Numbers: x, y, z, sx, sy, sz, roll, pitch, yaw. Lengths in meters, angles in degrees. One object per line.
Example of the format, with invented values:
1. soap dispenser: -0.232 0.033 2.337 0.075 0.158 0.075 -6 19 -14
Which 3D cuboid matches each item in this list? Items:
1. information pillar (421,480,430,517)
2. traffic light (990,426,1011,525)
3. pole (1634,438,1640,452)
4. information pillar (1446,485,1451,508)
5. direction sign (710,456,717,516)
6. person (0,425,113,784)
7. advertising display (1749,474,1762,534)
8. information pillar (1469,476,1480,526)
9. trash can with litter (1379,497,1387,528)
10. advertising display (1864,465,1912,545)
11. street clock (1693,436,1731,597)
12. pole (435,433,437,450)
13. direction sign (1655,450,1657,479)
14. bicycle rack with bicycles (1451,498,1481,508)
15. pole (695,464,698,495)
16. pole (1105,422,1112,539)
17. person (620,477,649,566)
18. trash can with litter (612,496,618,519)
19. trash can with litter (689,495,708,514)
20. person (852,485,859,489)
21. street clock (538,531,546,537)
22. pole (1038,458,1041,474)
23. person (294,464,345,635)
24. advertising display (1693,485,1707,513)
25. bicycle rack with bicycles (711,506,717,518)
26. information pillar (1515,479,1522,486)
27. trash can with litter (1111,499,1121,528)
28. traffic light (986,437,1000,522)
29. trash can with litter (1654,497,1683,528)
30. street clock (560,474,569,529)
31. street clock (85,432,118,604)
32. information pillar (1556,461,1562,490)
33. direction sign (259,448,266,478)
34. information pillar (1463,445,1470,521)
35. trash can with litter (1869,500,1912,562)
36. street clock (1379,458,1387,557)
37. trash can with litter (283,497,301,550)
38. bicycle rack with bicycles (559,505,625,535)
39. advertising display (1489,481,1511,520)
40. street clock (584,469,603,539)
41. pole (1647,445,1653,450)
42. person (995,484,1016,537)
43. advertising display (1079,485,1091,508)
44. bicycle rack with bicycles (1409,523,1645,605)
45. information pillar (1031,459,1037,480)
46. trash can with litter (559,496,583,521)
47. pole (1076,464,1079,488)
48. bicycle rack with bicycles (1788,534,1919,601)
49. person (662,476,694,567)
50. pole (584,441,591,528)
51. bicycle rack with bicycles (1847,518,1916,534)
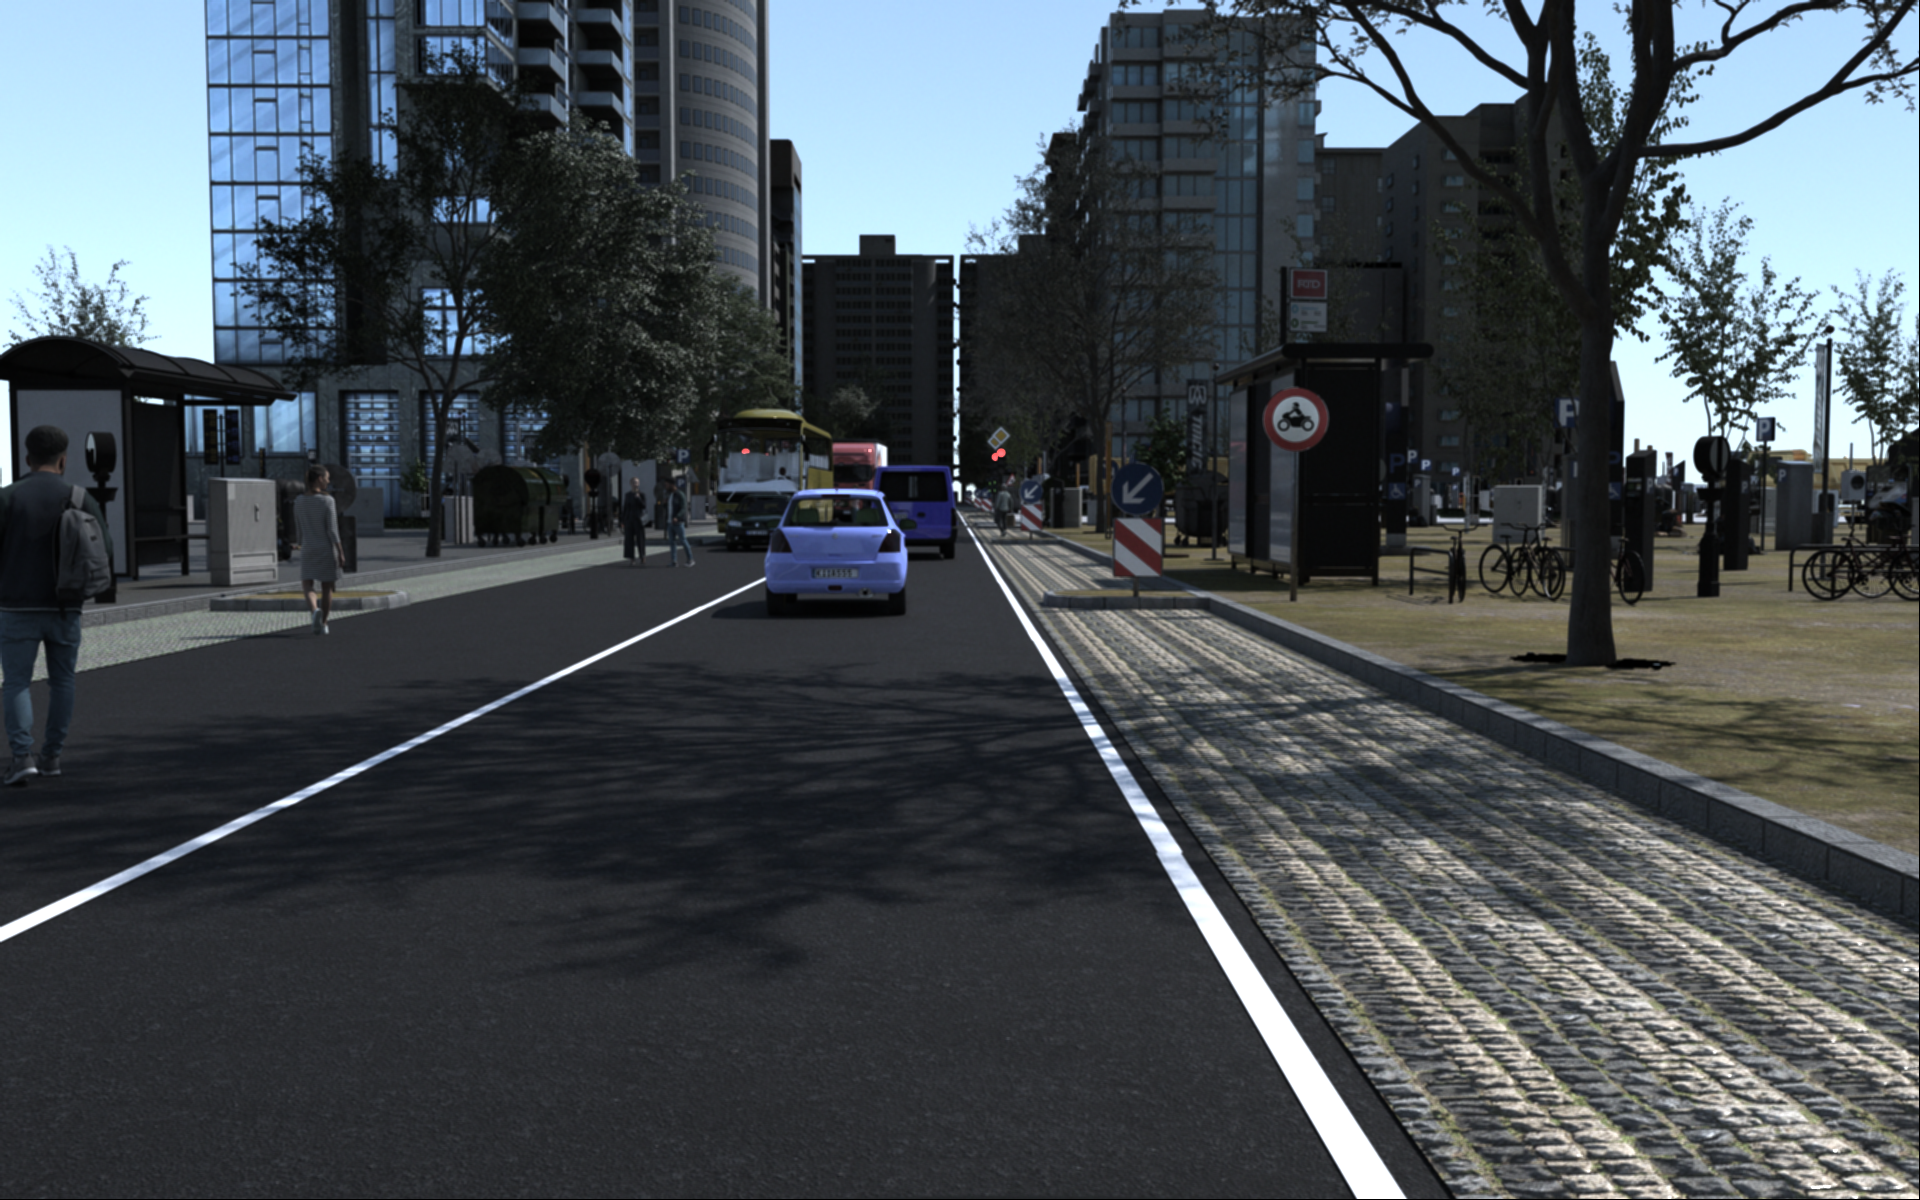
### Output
1. information pillar: -26.160 -4.909 84.752 0.304 2.012 0.304 2 4 31
2. traffic light: 1.674 -5.058 71.621 0.839 4.253 0.868 0 4 0
3. pole: 24.809 -4.264 63.563 0.158 3.312 0.155 0 3 0
4. information pillar: 39.698 -8.333 140.739 0.304 2.012 0.304 -3 5 -42
5. direction sign: -14.309 -6.759 102.503 0.876 3.537 0.379 -1 4 -12
6. person: -4.640 0.005 8.764 0.721 1.781 0.623 3 5 40
7. advertising display: 25.263 -3.092 55.773 0.974 1.923 0.123 1 4 10
8. information pillar: 21.006 -4.051 70.724 0.304 2.012 0.304 -1 4 -10
9. trash can with litter: 16.023 -3.258 64.650 1.055 1.170 0.624 -3 5 -43
10. advertising display: 20.597 -2.033 38.460 0.123 1.923 0.974 -2 4 -33
11. street clock: 9.361 -1.042 21.604 0.471 2.002 0.358 -3 4 -36
12. pole: -17.328 -3.896 57.547 0.158 3.312 0.155 0 3 0
13. direction sign: 35.393 -5.930 88.947 0.876 3.537 0.379 -1 4 -19
14. bicycle rack with bicycles: 42.625 -8.238 148.070 2.852 0.926 2.925 3 4 38
15. pole: -15.110 -6.452 99.328 0.158 3.312 0.155 0 3 0
16. pole: 4.227 -3.393 49.311 0.158 3.312 0.155 0 3 0
17. person: -6.556 -1.588 34.880 0.576 1.772 0.534 0 4 -7
18. trash can with litter: -18.045 -4.859 90.835 0.624 1.170 1.055 -2 4 -34
19. trash can with litter: -18.963 -7.045 126.241 2.233 1.210 1.678 -3 5 -43
20. person: -3.539 -3.098 59.743 0.643 1.750 0.593 0 4 2
21. street clock: -12.417 -2.864 51.398 0.358 2.002 0.471 -1 4 -23
22. pole: 4.434 -6.292 96.716 0.158 3.312 0.155 0 3 0
23. person: -6.490 -0.509 17.567 0.466 1.731 0.760 -2 4 -27
24. advertising display: 50.306 -6.888 117.827 0.974 1.923 0.123 0 4 -2
25. bicycle rack with bicycles: -11.782 -4.801 91.877 2.925 0.926 2.852 0 4 0
26. information pillar: 26.428 -4.741 82.007 0.304 2.012 0.304 1 4 9
27. trash can with litter: 6.077 -3.358 66.286 0.624 1.170 1.055 -2 4 -31
28. traffic light: 1.613 -5.546 79.606 0.839 4.253 0.868 0 4 0
29. trash can with litter: 25.837 -3.175 63.297 1.055 1.170 0.624 0 4 -7
30. street clock: -14.593 -3.627 63.877 0.358 2.002 0.471 -2 4 -30
31. street clock: -10.056 -0.963 20.316 0.358 2.002 0.471 -3 5 -40
32. information pillar: 40.676 -7.709 117.388 0.504 3.616 0.183 2 4 34
33. direction sign: -34.142 -5.679 84.841 0.379 3.537 0.876 0 4 -6
34. information pillar: 24.365 -5.621 83.265 0.183 3.616 0.504 -1 4 -9
35. trash can with litter: 17.800 -1.304 32.711 1.055 1.170 0.624 -1 4 -16
36. street clock: 8.412 -1.867 35.093 0.471 2.002 0.358 -3 5 -42
37. trash can with litter: -15.776 -1.767 39.946 1.678 1.210 2.233 2 4 34
38. bicycle rack with bicycles: -11.719 -2.560 55.238 2.852 0.926 2.925 -2 4 -25
39. advertising display: 26.171 -4.816 83.959 0.974 1.923 0.123 3 4 36
40. street clock: -10.433 -2.738 49.335 0.471 2.002 0.358 0 4 4
41. pole: 28.771 -4.800 72.322 0.158 3.312 0.155 0 3 0
42. person: 1.539 -2.998 58.010 0.782 1.767 0.515 -3 5 -42
43. advertising display: 8.910 -7.247 123.706 0.974 1.923 0.123 2 4 30
44. bicycle rack with bicycles: 6.749 -0.482 21.256 2.852 0.926 2.925 0 4 1
45. information pillar: 4.741 -7.323 111.093 0.183 3.616 0.504 -3 5 -44
46. trash can with litter: -19.014 -4.358 82.303 2.233 1.210 1.678 0 4 6
47. pole: 7.880 -7.470 115.970 0.158 3.312 0.155 0 3 0
48. bicycle rack with bicycles: 11.802 -0.506 21.653 2.925 0.926 2.852 1 4 11
49. person: -5.615 -1.550 34.190 0.623 1.781 0.721 2 4 31
50. pole: -14.040 -4.368 65.252 0.158 3.312 0.155 0 3 0
51. bicycle rack with bicycles: 33.413 -2.952 61.654 2.852 0.926 2.925 3 5 39
